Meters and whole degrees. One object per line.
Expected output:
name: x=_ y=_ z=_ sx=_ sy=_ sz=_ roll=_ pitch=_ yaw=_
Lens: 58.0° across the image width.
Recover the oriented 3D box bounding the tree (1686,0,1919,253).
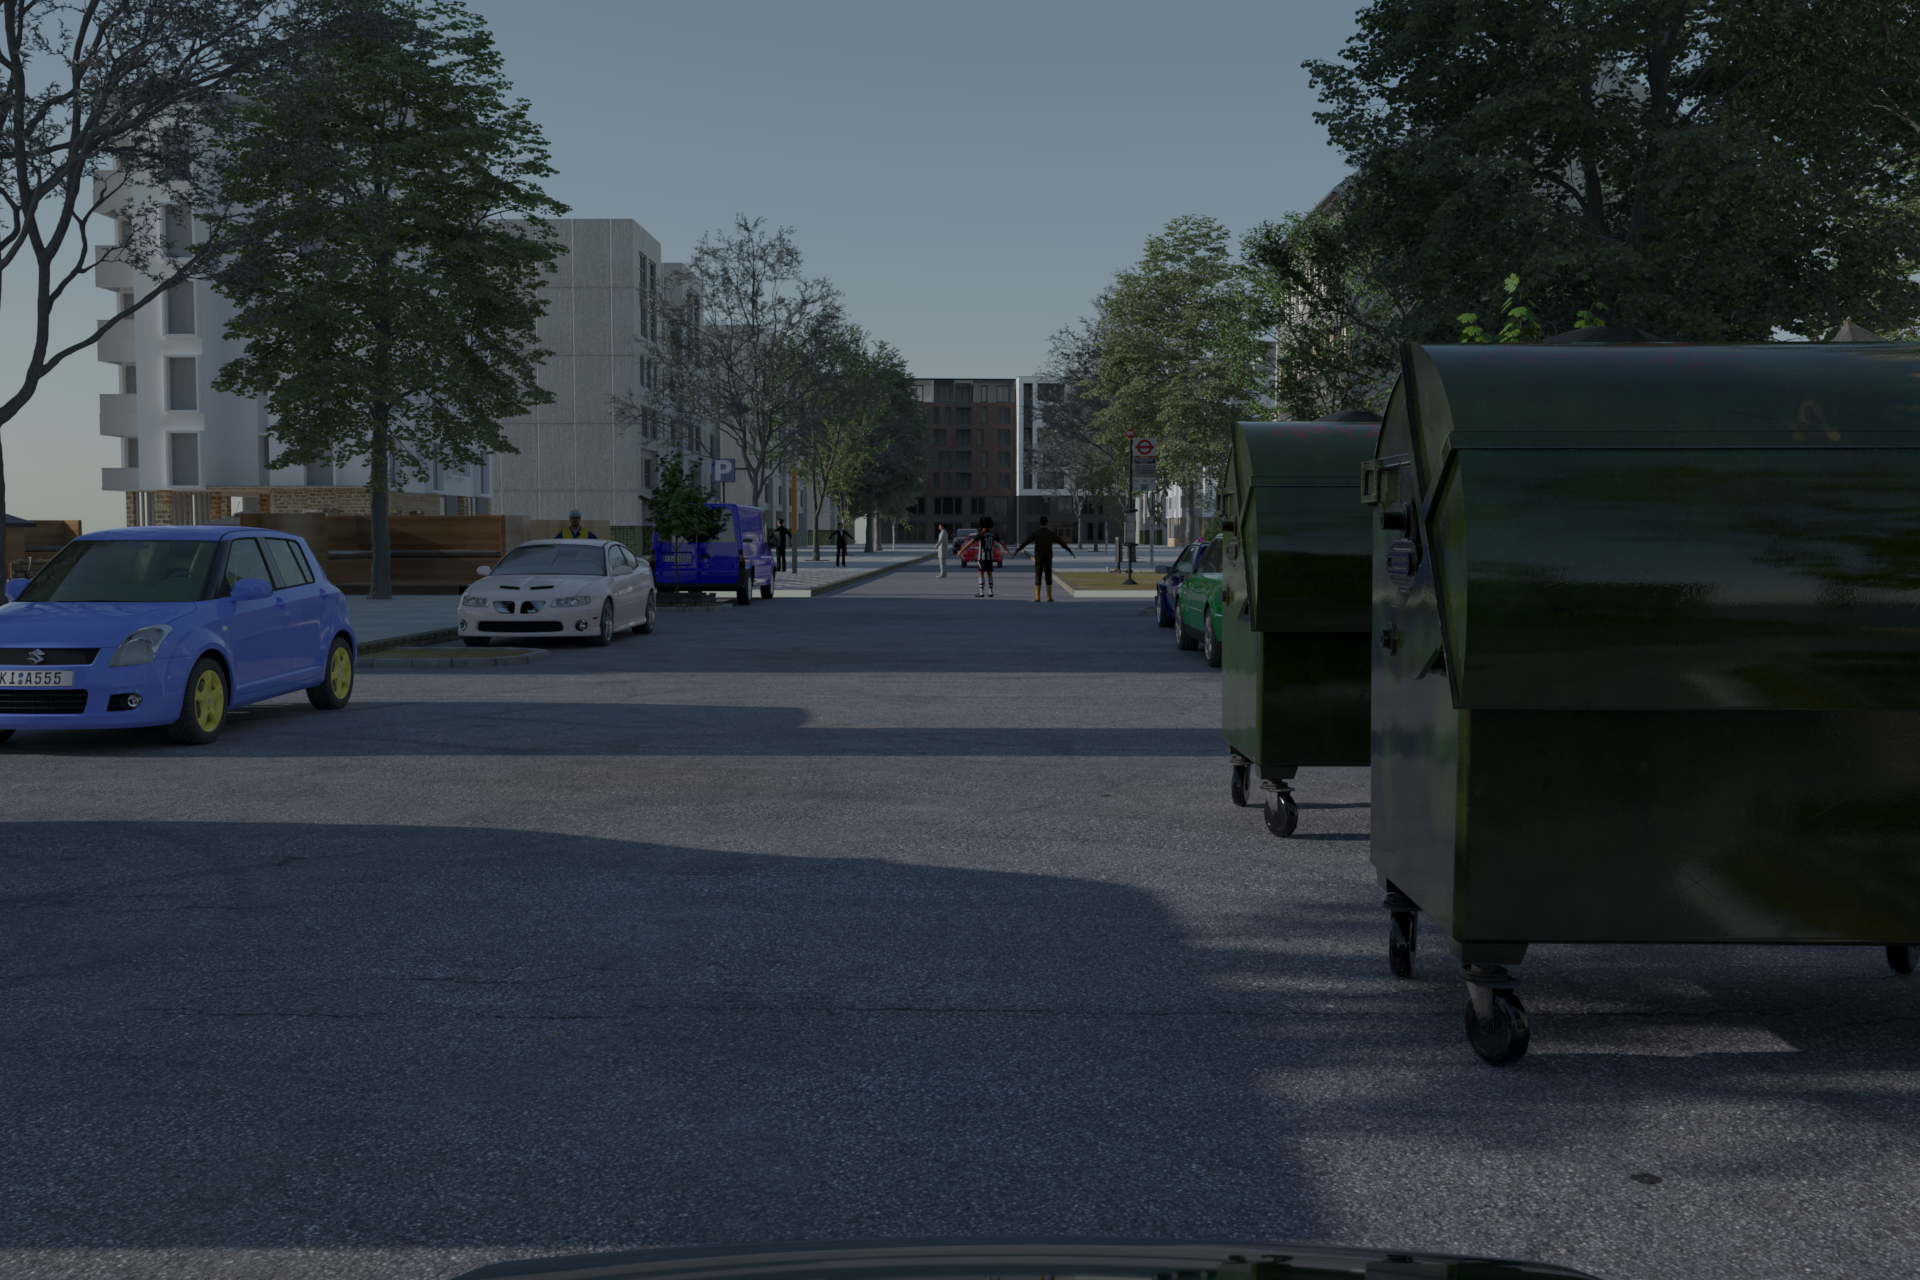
tree: x=9.552 y=-4.867 z=13.984 sx=7.601 sy=10.594 sz=8.767 roll=0 pitch=4 yaw=-7

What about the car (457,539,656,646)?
car: x=-5.381 y=-0.688 z=23.610 sx=2.083 sy=1.381 sz=4.827 roll=0 pitch=4 yaw=1

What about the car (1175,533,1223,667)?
car: x=3.556 y=-0.684 z=19.984 sx=1.959 sy=1.807 sz=4.718 roll=0 pitch=4 yaw=0

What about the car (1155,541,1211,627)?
car: x=3.896 y=-0.786 z=25.439 sx=1.945 sy=1.354 sz=3.894 roll=0 pitch=4 yaw=0

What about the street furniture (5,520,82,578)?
street furniture: x=-30.568 y=-2.803 z=52.679 sx=9.812 sy=1.723 sz=11.010 roll=3 pitch=5 yaw=42

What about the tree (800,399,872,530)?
tree: x=-6.472 y=-8.718 z=92.904 sx=4.737 sy=8.622 sz=4.395 roll=0 pitch=3 yaw=0

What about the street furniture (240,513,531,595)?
street furniture: x=-13.768 y=-2.078 z=40.830 sx=11.010 sy=1.723 sz=9.812 roll=0 pitch=4 yaw=4

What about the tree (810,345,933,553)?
tree: x=-6.265 y=-12.974 z=118.779 sx=9.857 sy=13.997 sz=8.962 roll=0 pitch=3 yaw=0

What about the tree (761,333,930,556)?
tree: x=-7.050 y=-11.804 z=103.365 sx=12.009 sy=13.543 sz=11.850 roll=0 pitch=3 yaw=0

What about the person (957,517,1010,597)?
person: x=0.573 y=-1.877 z=39.283 sx=1.345 sy=1.843 sz=0.704 roll=-2 pitch=4 yaw=-26

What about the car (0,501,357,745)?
car: x=-5.918 y=-0.203 z=12.908 sx=1.945 sy=1.707 sz=3.694 roll=0 pitch=4 yaw=1

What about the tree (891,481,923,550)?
tree: x=-5.271 y=-11.638 z=140.637 sx=4.737 sy=8.622 sz=4.395 roll=0 pitch=3 yaw=0

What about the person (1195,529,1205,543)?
person: x=6.695 y=-2.326 z=47.296 sx=0.991 sy=1.433 sz=0.599 roll=0 pitch=4 yaw=-5

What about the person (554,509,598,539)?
person: x=-6.211 y=-1.197 z=27.989 sx=1.349 sy=1.833 sz=0.705 roll=-1 pitch=4 yaw=-12

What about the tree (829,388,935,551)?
tree: x=-6.249 y=-13.797 z=132.229 sx=9.857 sy=13.997 sz=8.962 roll=0 pitch=3 yaw=0

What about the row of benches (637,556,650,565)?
row of benches: x=-10.229 y=-2.054 z=49.054 sx=4.104 sy=0.672 sz=1.422 roll=2 pitch=4 yaw=27

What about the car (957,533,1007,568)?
car: x=0.954 y=-4.041 z=75.115 sx=2.155 sy=1.783 sz=4.494 roll=0 pitch=4 yaw=1

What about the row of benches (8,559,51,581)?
row of benches: x=-22.344 y=-1.782 z=44.604 sx=4.104 sy=0.672 sz=1.422 roll=-2 pitch=4 yaw=-34

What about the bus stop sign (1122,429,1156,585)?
bus stop sign: x=4.536 y=-3.377 z=43.923 sx=0.855 sy=3.939 sz=0.416 roll=0 pitch=4 yaw=1

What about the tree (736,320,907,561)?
tree: x=-6.711 y=-9.579 z=82.364 sx=9.928 sy=11.665 sz=9.643 roll=0 pitch=3 yaw=0

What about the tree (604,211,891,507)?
tree: x=-7.750 y=-9.488 z=65.497 sx=12.009 sy=13.543 sz=11.850 roll=0 pitch=3 yaw=0

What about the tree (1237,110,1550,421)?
tree: x=10.040 y=-6.365 z=38.473 sx=7.601 sy=10.594 sz=8.767 roll=2 pitch=4 yaw=28

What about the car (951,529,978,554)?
car: x=0.510 y=-7.051 z=123.960 sx=2.281 sy=1.827 sz=5.304 roll=0 pitch=4 yaw=1

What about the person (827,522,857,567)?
person: x=-4.626 y=-3.722 z=67.581 sx=1.216 sy=1.740 sz=0.721 roll=-1 pitch=4 yaw=-22

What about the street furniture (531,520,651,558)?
street furniture: x=-12.963 y=-2.998 z=55.869 sx=11.010 sy=1.723 sz=9.812 roll=-3 pitch=5 yaw=-39

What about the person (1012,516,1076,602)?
person: x=1.771 y=-1.718 z=36.680 sx=1.346 sy=1.812 sz=0.704 roll=0 pitch=4 yaw=4

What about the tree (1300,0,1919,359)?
tree: x=9.882 y=-7.277 z=25.638 sx=9.857 sy=13.997 sz=8.962 roll=0 pitch=3 yaw=0

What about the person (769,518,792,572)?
person: x=-6.134 y=-3.251 z=59.095 sx=1.347 sy=1.837 sz=0.705 roll=-3 pitch=5 yaw=-44

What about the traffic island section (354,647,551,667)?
traffic island section: x=-5.751 y=0.198 z=19.623 sx=1.991 sy=0.108 sz=1.994 roll=0 pitch=4 yaw=2

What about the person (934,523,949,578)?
person: x=-0.588 y=-2.954 z=56.935 sx=0.705 sy=1.806 sz=1.347 roll=1 pitch=4 yaw=12
